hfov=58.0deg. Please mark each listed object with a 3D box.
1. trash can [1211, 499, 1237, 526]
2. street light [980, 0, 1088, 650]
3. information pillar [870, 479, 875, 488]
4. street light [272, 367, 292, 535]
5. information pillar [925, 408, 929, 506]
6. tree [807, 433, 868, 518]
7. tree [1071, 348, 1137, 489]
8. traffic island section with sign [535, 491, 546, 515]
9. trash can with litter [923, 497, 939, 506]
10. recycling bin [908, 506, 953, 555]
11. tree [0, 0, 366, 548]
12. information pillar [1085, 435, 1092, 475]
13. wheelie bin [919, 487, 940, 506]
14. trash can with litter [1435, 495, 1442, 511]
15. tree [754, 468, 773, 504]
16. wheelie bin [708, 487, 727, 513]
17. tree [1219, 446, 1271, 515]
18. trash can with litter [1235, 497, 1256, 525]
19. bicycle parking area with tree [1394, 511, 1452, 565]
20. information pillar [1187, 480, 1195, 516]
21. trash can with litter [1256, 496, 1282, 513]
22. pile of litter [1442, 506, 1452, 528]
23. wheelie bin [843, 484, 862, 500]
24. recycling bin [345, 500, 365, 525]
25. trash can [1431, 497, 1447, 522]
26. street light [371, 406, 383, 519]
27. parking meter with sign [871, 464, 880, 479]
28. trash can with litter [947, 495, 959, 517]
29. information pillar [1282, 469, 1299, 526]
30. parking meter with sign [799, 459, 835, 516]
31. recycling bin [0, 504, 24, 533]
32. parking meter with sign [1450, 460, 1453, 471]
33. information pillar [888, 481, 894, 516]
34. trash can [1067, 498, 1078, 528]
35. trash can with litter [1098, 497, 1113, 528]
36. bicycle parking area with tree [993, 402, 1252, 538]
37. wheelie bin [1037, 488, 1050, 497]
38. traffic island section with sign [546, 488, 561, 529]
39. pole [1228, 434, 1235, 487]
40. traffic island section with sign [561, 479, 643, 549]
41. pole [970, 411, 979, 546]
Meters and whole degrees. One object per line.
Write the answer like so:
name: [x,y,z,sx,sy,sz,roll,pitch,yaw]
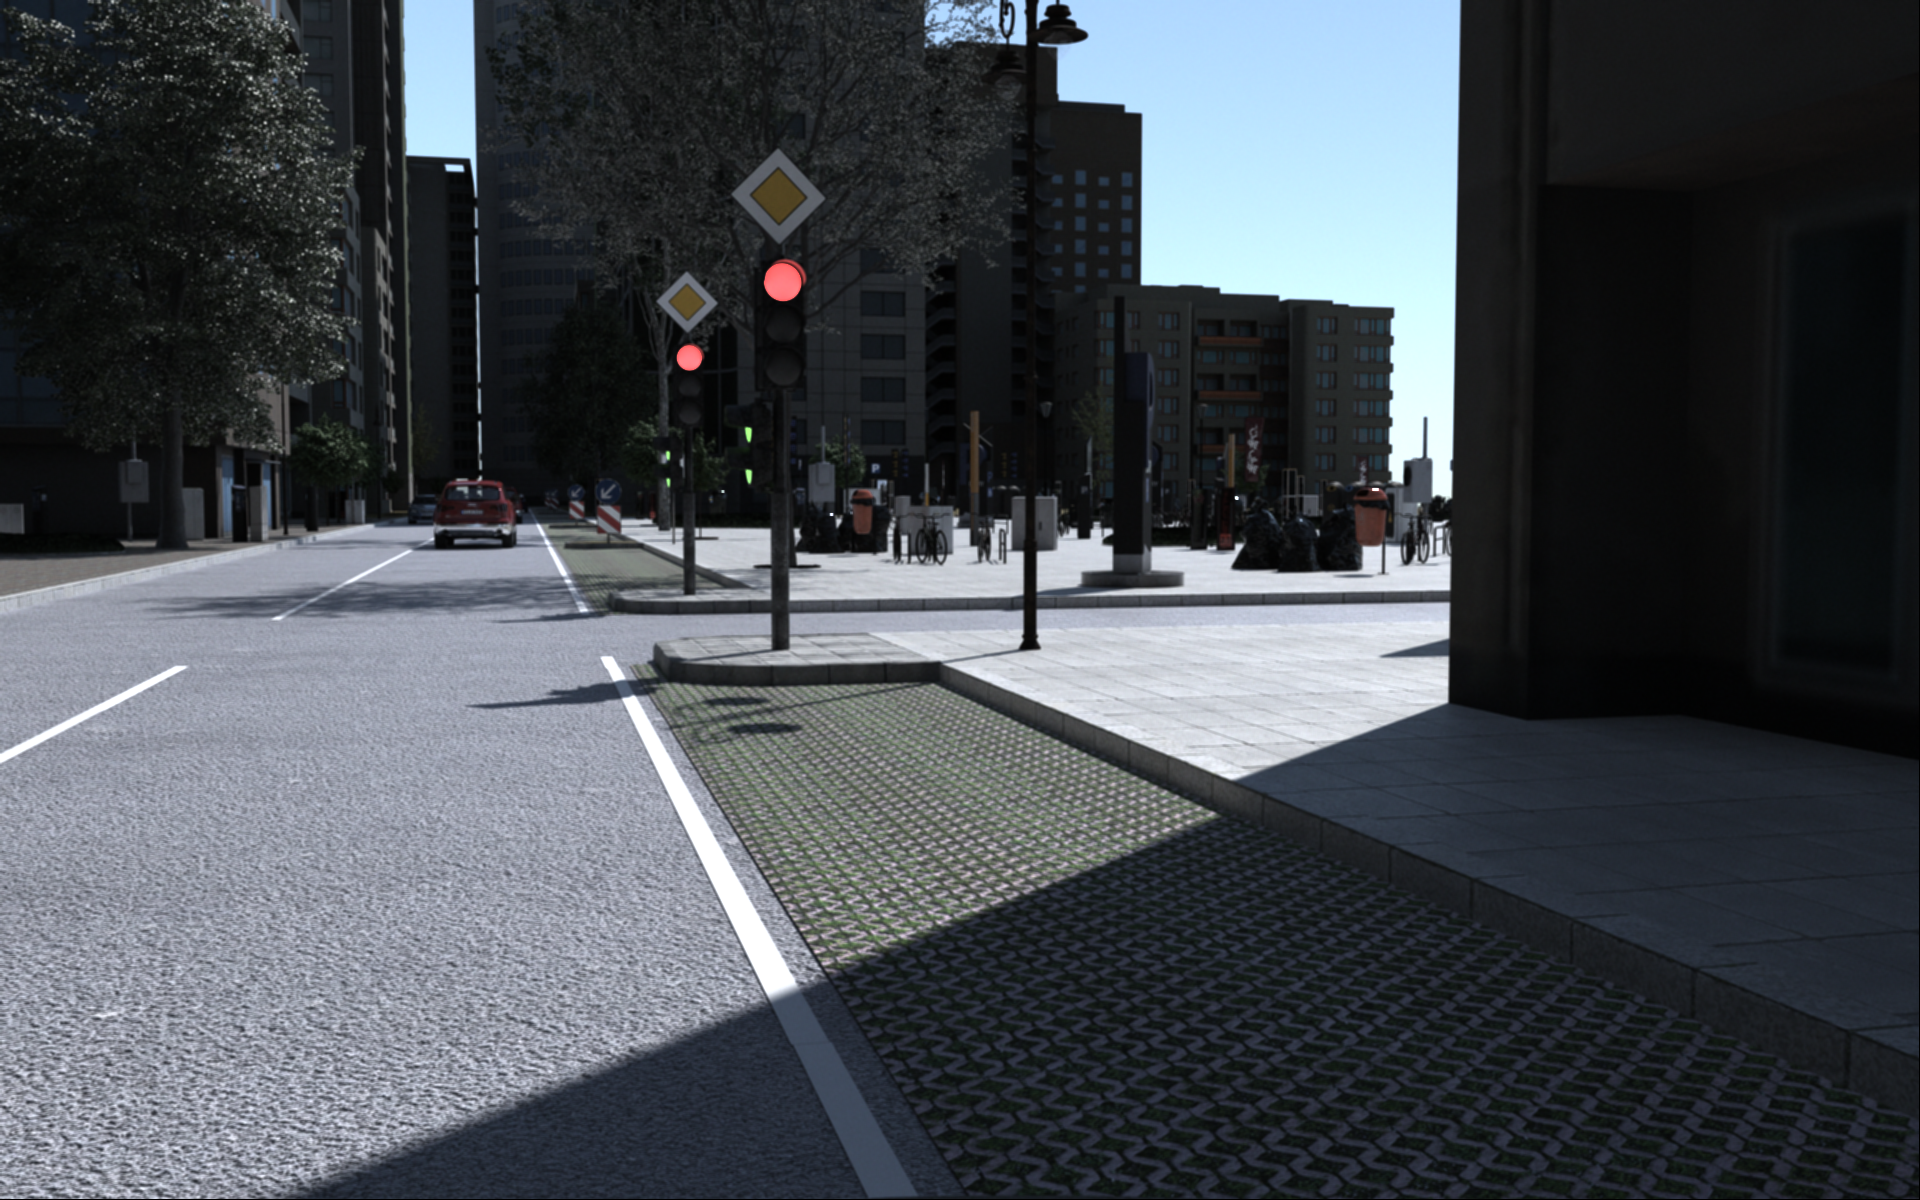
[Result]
trash can: [7.710,-2.382,50.604,0.748,1.137,0.748,0,3,0]
street light: [0.580,-2.531,14.163,0.468,5.910,1.993,-1,4,-14]
information pillar: [-4.318,-5.051,87.071,0.304,2.012,0.304,-2,4,-28]
street light: [-21.157,-4.978,54.185,0.468,5.910,1.993,-1,4,-14]
information pillar: [-0.905,-3.416,47.211,0.183,3.616,0.504,0,4,-4]
tree: [-6.525,-6.665,92.686,4.285,4.588,4.351,0,3,0]
tree: [7.938,-8.386,87.474,4.737,8.622,4.395,0,3,0]
traffic island section with sign: [-28.526,-6.888,121.253,1.989,1.847,2.006,-1,4,-14]
trash can with litter: [-1.143,-3.839,74.155,0.624,1.170,1.055,2,4,26]
recycling bin: [-0.631,-1.490,36.911,0.722,1.027,0.722,-3,5,-44]
tree: [-18.756,-8.208,40.850,9.857,13.997,8.962,0,3,0]
information pillar: [5.097,-4.735,68.772,0.183,3.616,0.504,2,4,27]
wheelie bin: [-1.459,-4.505,81.559,0.980,1.594,0.693,-1,4,-20]
trash can with litter: [29.706,-5.885,107.279,1.678,1.210,2.233,-1,4,-18]
tree: [-9.264,-5.403,82.936,1.663,3.219,1.824,0,3,0]
wheelie bin: [-11.398,-4.509,81.623,0.693,1.594,0.980,2,4,25]
tree: [10.123,-4.031,60.503,1.663,3.219,1.824,0,3,0]
trash can with litter: [10.484,-3.275,64.941,0.624,1.170,1.055,-1,4,-13]
bicycle parking area with tree: [12.577,-2.815,33.032,8.231,4.147,9.016,2,4,35]
information pillar: [11.754,-5.115,88.121,0.304,2.012,0.304,-1,4,-15]
trash can with litter: [12.095,-3.490,68.455,1.055,1.170,0.624,-1,4,-19]
pile of litter: [18.811,-3.155,65.553,1.176,0.858,1.719,-1,4,-23]
wheelie bin: [-3.404,-3.002,56.993,0.693,1.594,0.980,-2,4,-35]
recycling bin: [-25.548,-3.704,73.107,0.722,1.027,0.722,-1,4,-15]
trash can: [22.058,-4.174,79.897,0.748,1.137,0.748,0,3,0]
street light: [-29.929,-7.112,89.074,0.468,5.910,1.993,-1,4,-14]
parking meter with sign: [-4.678,-6.240,98.277,0.543,3.016,1.738,-1,4,-10]
trash can with litter: [-0.839,-5.245,96.810,2.233,1.210,1.678,1,4,13]
information pillar: [9.640,-2.826,50.704,0.304,2.012,0.304,-1,4,-20]
parking meter with sign: [-7.163,-5.533,86.727,1.738,3.016,0.543,-1,4,-22]
recycling bin: [-24.499,-1.942,44.313,0.722,1.027,0.722,2,4,30]
parking meter with sign: [25.636,-5.675,89.043,0.543,3.016,1.738,2,4,27]
information pillar: [-3.909,-5.625,96.468,0.304,2.012,0.304,3,5,40]
trash can: [4.408,-3.296,65.539,0.748,1.137,0.748,0,3,0]
trash can with litter: [5.488,-3.335,65.907,0.624,1.170,1.055,0,4,-4]
bicycle parking area with tree: [5.199,-4.138,54.665,8.231,4.147,9.016,0,4,0]
wheelie bin: [4.446,-5.068,90.769,0.693,1.594,0.980,3,4,39]
traffic island section with sign: [-16.155,-3.898,72.362,1.989,1.847,2.006,-1,4,-14]
pole: [9.215,-3.976,58.846,0.158,3.312,0.155,0,3,0]
traffic island section with sign: [-9.461,-2.280,45.901,1.989,1.847,2.006,-1,4,-14]
pole: [0.358,-2.983,42.610,0.158,3.312,0.155,0,3,0]
